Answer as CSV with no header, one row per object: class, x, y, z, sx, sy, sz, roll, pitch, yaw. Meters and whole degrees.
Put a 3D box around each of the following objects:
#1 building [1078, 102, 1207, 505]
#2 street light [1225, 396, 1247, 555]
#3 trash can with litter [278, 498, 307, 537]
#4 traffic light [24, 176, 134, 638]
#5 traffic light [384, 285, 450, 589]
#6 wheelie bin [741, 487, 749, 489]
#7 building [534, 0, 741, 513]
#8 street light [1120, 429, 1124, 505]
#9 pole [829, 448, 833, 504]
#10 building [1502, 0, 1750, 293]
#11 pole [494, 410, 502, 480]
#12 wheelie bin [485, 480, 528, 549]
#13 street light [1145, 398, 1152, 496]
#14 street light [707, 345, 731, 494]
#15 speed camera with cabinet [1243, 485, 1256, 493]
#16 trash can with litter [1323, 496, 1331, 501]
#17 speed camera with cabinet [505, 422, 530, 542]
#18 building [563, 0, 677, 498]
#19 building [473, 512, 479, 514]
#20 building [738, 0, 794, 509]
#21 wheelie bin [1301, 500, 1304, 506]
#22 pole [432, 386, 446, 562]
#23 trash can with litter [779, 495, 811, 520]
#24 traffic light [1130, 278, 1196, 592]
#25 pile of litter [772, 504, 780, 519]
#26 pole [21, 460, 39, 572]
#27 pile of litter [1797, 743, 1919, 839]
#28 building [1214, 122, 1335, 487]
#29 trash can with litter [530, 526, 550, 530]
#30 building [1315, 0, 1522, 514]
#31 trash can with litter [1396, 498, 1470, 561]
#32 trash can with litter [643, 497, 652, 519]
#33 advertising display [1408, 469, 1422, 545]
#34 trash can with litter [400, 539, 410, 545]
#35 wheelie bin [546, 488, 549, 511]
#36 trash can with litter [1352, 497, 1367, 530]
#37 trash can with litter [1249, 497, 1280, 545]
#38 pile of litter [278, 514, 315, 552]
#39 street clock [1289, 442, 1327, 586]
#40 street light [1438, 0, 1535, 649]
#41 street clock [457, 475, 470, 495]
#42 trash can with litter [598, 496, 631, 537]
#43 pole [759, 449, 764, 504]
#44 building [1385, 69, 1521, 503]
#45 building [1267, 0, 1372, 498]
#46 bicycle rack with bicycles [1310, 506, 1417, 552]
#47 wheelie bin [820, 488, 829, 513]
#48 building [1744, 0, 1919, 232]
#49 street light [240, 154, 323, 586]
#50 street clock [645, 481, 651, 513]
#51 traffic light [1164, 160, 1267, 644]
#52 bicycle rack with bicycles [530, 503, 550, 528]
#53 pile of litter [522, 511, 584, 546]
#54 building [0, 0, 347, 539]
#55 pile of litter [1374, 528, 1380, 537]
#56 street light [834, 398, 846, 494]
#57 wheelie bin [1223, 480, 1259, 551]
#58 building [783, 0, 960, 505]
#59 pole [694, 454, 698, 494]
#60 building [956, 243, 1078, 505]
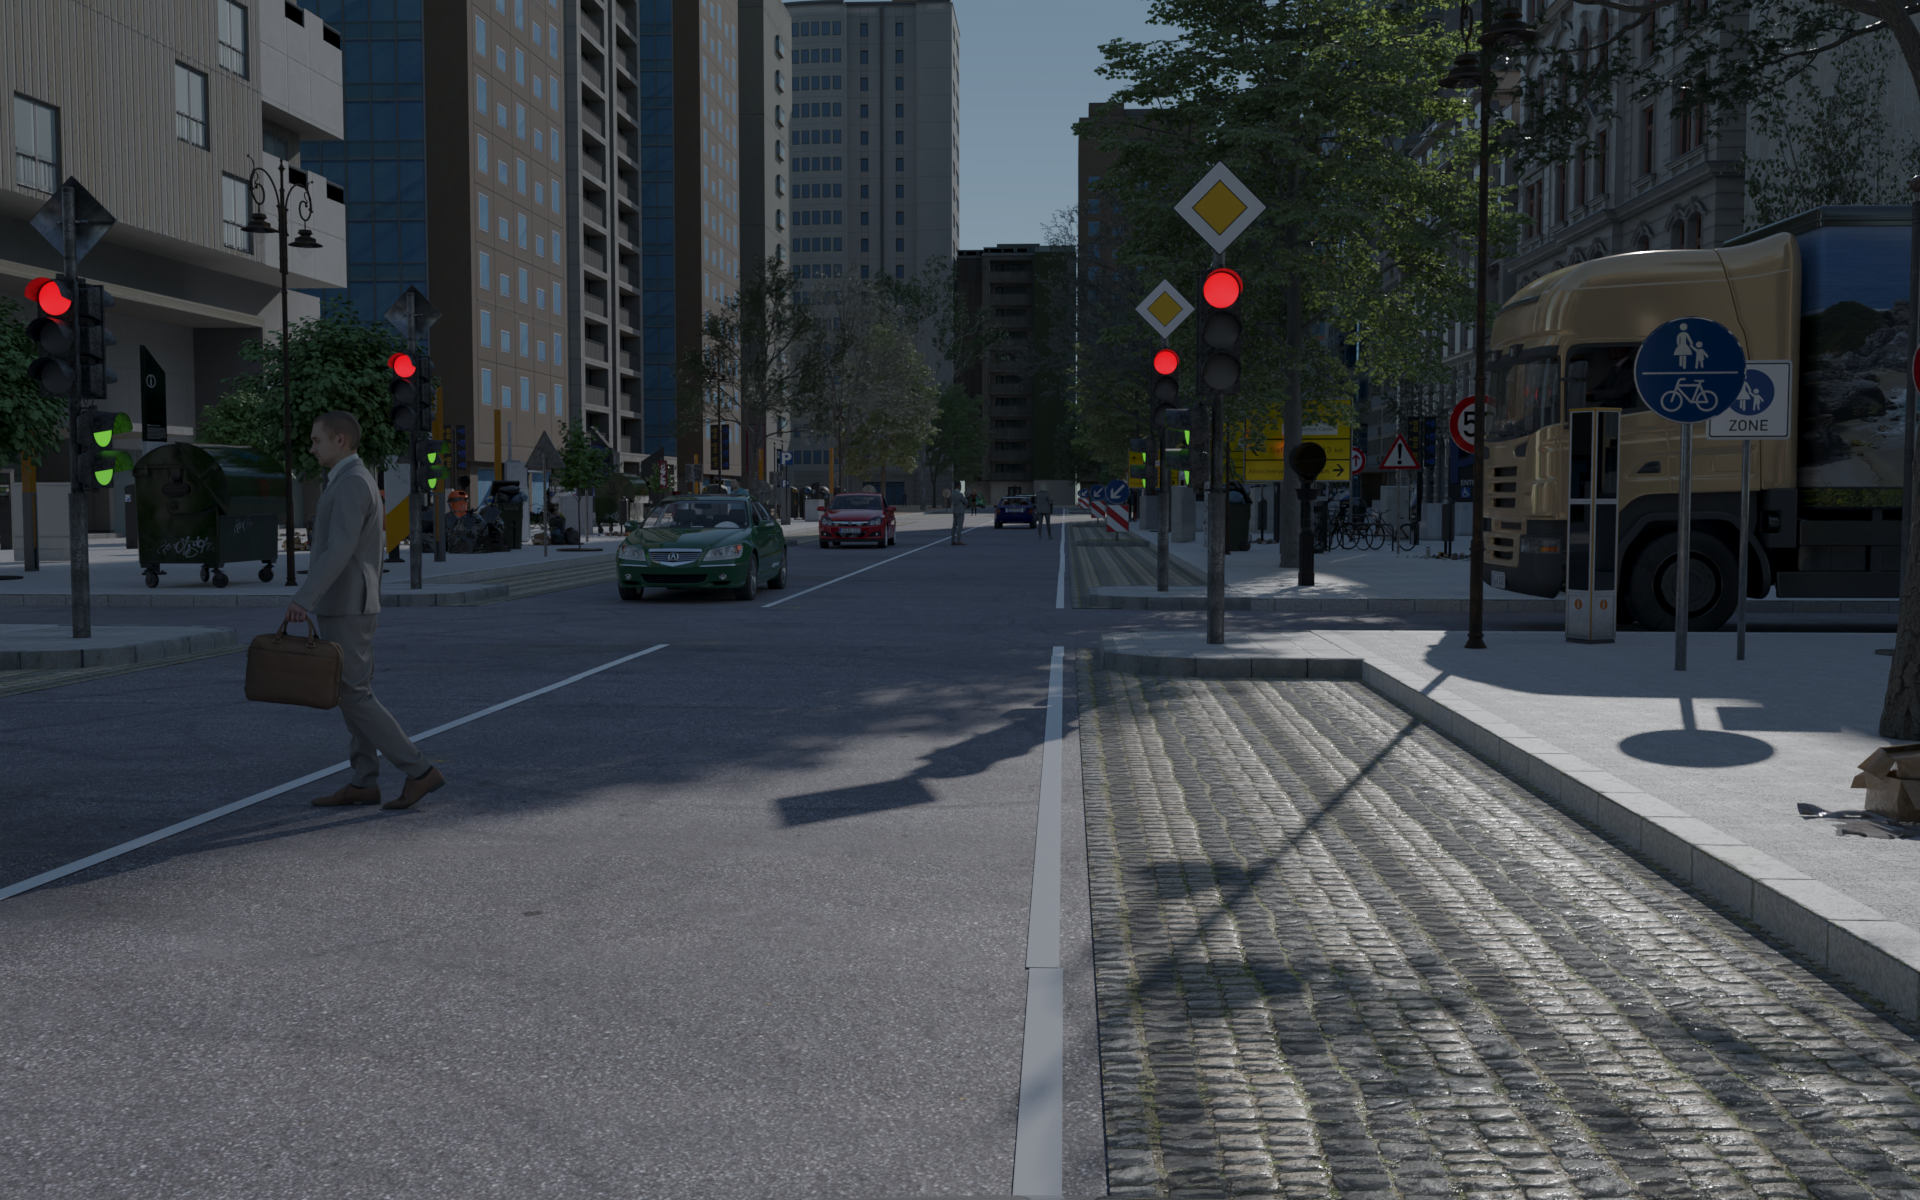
building,20.797,-33.708,201.233,14.200,45.320,14.600,0,4,3
street light,5.648,-3.895,36.471,0.468,5.910,1.993,0,4,3
trash can with litter,-20.144,-2.549,52.739,2.233,1.210,1.678,-1,4,-15
traffic light,-7.820,-1.616,15.336,0.839,4.253,0.868,0,4,3
traffic light,-7.338,-2.103,23.307,0.839,4.253,0.868,0,4,3
wheelie bin,-10.259,-4.584,82.863,0.980,1.594,0.693,-3,5,-40
building,-24.403,-29.193,127.410,14.600,45.320,14.200,0,4,3
street light,9.075,-7.568,96.531,0.468,5.910,1.993,0,4,3
pole,-5.669,-5.041,76.258,0.158,3.312,0.155,0,3,0
building,28.523,-16.687,60.226,14.401,28.519,23.554,0,4,3
pole,-11.167,-2.938,41.881,0.158,3.312,0.155,0,3,0
wheelie bin,-10.494,-1.976,40.220,0.980,1.594,0.693,-2,4,-34
street light,7.397,-5.759,66.943,0.468,5.910,1.993,0,4,3
street light,-7.492,-4.962,53.919,0.468,5.910,1.993,0,4,3
speed camera with cabinet,12.498,-4.952,75.305,0.660,3.252,2.038,1,4,23
trash can with litter,17.355,-4.329,82.171,0.624,1.170,1.055,2,4,31
speed camera with cabinet,-11.962,-3.211,46.831,0.660,3.252,2.038,-1,4,-15
building,-29.316,-41.056,109.511,20.563,71.187,20.611,0,4,3
building,-27.212,-26.312,80.315,14.600,45.320,14.200,0,4,3
building,-26.625,-32.229,150.648,21.600,48.544,21.300,0,4,3
wheelie bin,16.068,-4.436,80.439,0.693,1.594,0.980,1,4,17
pole,-9.867,-2.380,32.761,0.158,3.312,0.155,0,3,0
trash can with litter,-7.944,-4.600,86.259,2.233,1.210,1.678,-1,4,-18
traffic light,2.656,-2.067,22.721,0.839,4.253,0.868,0,4,3
pile of litter,-9.501,-4.603,89.226,1.176,0.858,1.719,-1,4,-11
pole,-15.397,-2.128,28.635,0.158,3.312,0.155,0,3,0
pile of litter,4.143,0.434,6.864,1.719,0.858,1.176,0,3,0
building,42.524,-33.589,203.797,28.867,44.769,22.147,0,4,3
trash can with litter,-14.270,-3.083,61.464,2.233,1.210,1.678,2,4,28
building,40.475,-25.814,113.939,32.217,40.220,23.993,0,4,3
trash can with litter,9.610,-1.418,34.248,1.678,1.210,2.233,0,4,6
trash can with litter,-16.489,-4.783,89.585,0.624,1.170,1.055,3,5,44
advertising display,11.498,-2.358,43.769,0.123,1.923,0.974,0,4,3
trash can with litter,-14.528,-1.973,43.309,2.233,1.210,1.678,0,4,1
wheelie bin,-19.279,-4.537,82.083,0.693,1.594,0.980,2,4,26
trash can with litter,14.252,-3.059,61.403,0.624,1.170,1.055,-1,4,-9
trash can with litter,7.739,-2.076,44.999,1.678,1.210,2.233,1,4,11
pile of litter,-14.851,-1.552,39.334,1.176,0.858,1.719,3,5,41
street clock,4.846,-1.200,24.184,0.471,2.002,0.358,0,4,-5
street light,4.297,-2.536,14.258,0.468,5.910,1.993,0,4,3
street clock,-19.216,-3.823,67.081,0.358,2.002,0.471,3,5,45
trash can with litter,-10.300,-2.567,53.026,1.678,1.210,2.233,-2,4,-26
pole,-8.930,-5.132,77.757,0.158,3.312,0.155,0,3,0
building,29.554,-14.845,84.513,13.314,21.916,24.055,0,4,3
building,38.029,-50.651,140.822,22.319,86.520,31.000,0,4,3
bicycle rack with bicycles,8.591,-1.596,39.473,2.852,0.926,2.925,-2,4,-25
wheelie bin,-7.242,-5.026,90.090,0.693,1.594,0.980,2,4,25
building,28.642,-11.306,39.604,16.860,20.320,10.420,0,4,3
street light,-9.349,-3.134,24.034,0.468,5.910,1.993,0,4,3
street clock,-16.950,-5.475,94.079,0.358,2.002,0.471,2,4,34
traffic light,2.174,-1.580,14.750,0.839,4.253,0.868,0,4,3
bicycle rack with bicycles,-16.266,-3.202,65.737,2.852,0.926,2.925,-3,5,-43
pile of litter,-10.286,-1.814,43.627,1.719,0.858,1.176,-1,4,-22
building,-35.956,-28.242,50.995,28.713,52.752,27.495,0,4,3
pile of litter,13.052,-2.346,52.319,1.719,0.858,1.176,0,4,-4
street light,-5.785,-6.772,83.505,0.468,5.910,1.993,0,4,3
wheelie bin,6.168,-1.899,38.956,0.693,1.594,0.980,-1,4,-11
building,-14.244,-40.636,206.398,28.212,58.520,21.231,0,4,3
pole,-13.536,-5.814,88.899,0.158,3.312,0.155,0,3,0
building,6.679,-26.362,202.712,14.107,30.474,14.160,0,4,3
